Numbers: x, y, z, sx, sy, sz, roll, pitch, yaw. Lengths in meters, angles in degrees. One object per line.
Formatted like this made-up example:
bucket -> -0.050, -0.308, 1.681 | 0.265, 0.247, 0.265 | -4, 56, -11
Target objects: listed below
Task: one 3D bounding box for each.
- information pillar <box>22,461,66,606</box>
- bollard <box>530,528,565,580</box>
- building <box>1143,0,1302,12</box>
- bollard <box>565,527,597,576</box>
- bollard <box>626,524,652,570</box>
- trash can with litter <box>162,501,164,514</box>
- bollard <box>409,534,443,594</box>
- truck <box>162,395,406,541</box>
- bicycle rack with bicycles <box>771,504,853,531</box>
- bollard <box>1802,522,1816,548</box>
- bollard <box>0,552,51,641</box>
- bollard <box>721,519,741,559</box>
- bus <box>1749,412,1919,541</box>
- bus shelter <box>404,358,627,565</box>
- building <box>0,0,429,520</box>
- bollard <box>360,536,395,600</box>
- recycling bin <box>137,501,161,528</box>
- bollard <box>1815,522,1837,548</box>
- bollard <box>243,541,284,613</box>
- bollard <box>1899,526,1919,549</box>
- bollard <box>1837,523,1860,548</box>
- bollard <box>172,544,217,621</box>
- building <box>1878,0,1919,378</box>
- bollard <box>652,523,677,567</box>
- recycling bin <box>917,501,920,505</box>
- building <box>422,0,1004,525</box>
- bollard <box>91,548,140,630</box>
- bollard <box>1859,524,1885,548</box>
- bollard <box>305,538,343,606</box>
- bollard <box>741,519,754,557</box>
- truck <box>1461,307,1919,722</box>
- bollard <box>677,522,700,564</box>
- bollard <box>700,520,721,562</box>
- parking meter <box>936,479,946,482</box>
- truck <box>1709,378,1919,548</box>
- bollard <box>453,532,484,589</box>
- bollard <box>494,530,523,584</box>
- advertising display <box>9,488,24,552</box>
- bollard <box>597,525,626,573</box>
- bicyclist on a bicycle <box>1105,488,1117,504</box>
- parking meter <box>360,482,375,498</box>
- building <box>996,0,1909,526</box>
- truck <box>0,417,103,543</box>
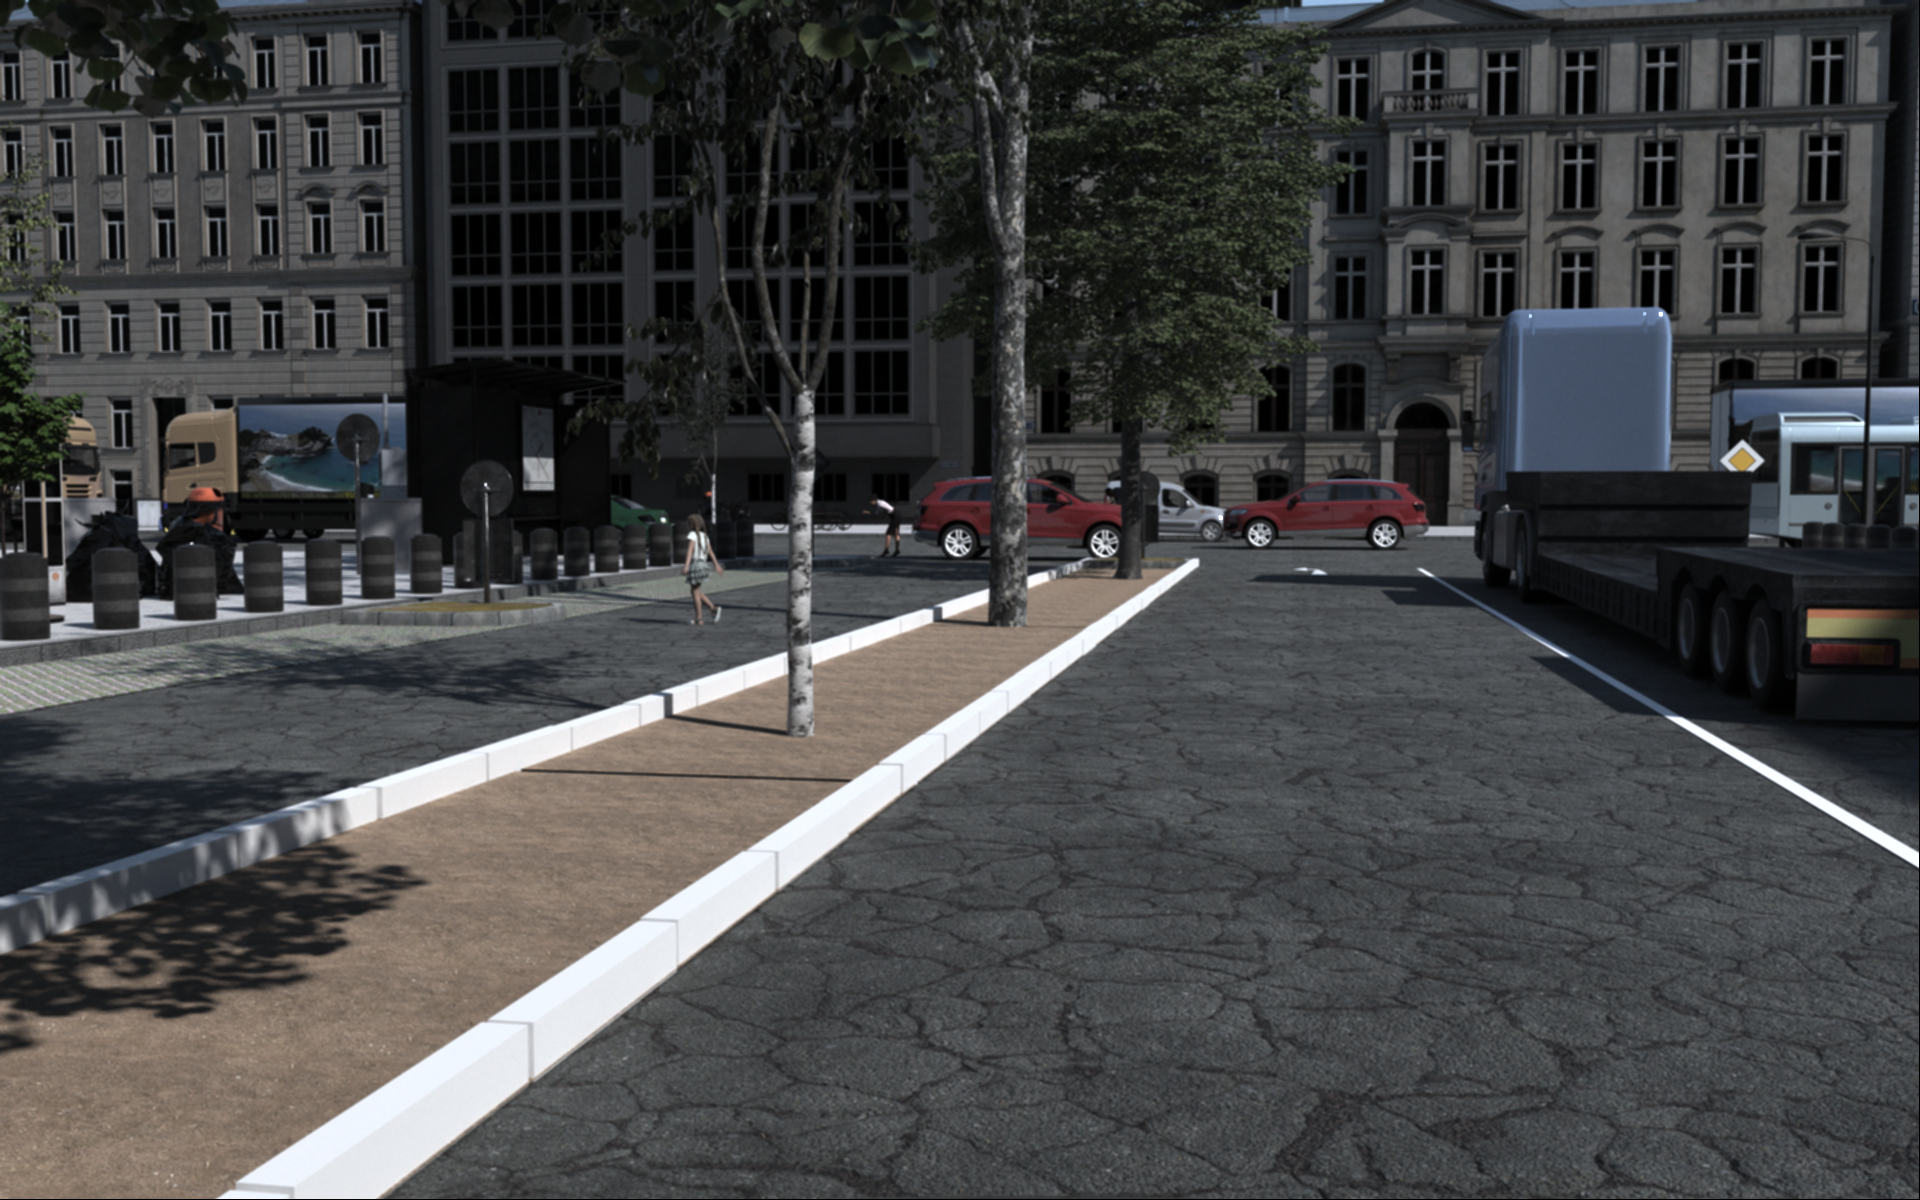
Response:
information pillar -> -10.511, -0.940, 19.862 | 0.304, 2.012, 0.304 | 1, 4, 16
bollard -> -6.238, -0.688, 25.970 | 0.404, 0.777, 0.398 | 0, 3, 0
building -> 35.662, -48.773, 235.682 | 20.611, 71.187, 20.563 | 1, 4, 11
bollard -> -6.009, -0.760, 27.150 | 0.404, 0.777, 0.398 | 0, 3, 0
bollard -> -5.553, -0.906, 29.530 | 0.404, 0.777, 0.398 | 0, 3, 0
trash can with litter -> -32.373, -3.600, 69.916 | 1.678, 1.210, 2.233 | 2, 4, 29
bollard -> -6.914, -0.471, 22.418 | 0.404, 0.777, 0.398 | 0, 3, 0
truck -> -18.477, -3.797, 50.995 | 11.283, 4.237, 2.839 | 1, 4, 12
bicycle rack with bicycles -> -5.214, -2.917, 61.081 | 2.925, 0.926, 2.852 | 0, 4, -6
bollard -> 15.903, -1.072, 32.252 | 0.404, 0.777, 0.398 | 0, 3, 0
bollard -> -8.276, -0.036, 15.312 | 0.404, 0.777, 0.398 | 0, 3, 0
bollard -> -4.644, -1.197, 34.281 | 0.404, 0.777, 0.398 | 0, 3, 0
bus -> 25.121, -2.700, 38.997 | 13.247, 3.499, 2.948 | 1, 4, 10
bus shelter -> -8.306, -2.556, 33.076 | 1.731, 3.624, 6.357 | 1, 4, 11
building -> -34.621, -17.482, 83.099 | 25.104, 27.353, 12.463 | 1, 4, 11
bollard -> -7.141, -0.399, 21.236 | 0.404, 0.777, 0.398 | 0, 3, 0
recycling bin -> -31.019, -3.285, 66.271 | 0.722, 1.027, 0.722 | -1, 4, -14
bollard -> 15.674, -1.000, 31.072 | 0.404, 0.777, 0.398 | 0, 3, 0
bollard -> -7.592, -0.254, 18.875 | 0.404, 0.777, 0.398 | 0, 3, 0
bollard -> 14.995, -0.783, 27.512 | 0.404, 0.777, 0.398 | 0, 3, 0
bollard -> 15.451, -0.927, 29.872 | 0.404, 0.777, 0.398 | 0, 3, 0
bollard -> -7.820, -0.182, 17.695 | 0.404, 0.777, 0.398 | 0, 3, 0
building -> 51.139, -17.712, 67.083 | 29.804, 29.767, 11.434 | 1, 4, 11
bollard -> -5.324, -0.979, 30.724 | 0.404, 0.777, 0.398 | 0, 3, 0
recycling bin -> -1.091, -3.106, 63.334 | 0.722, 1.027, 0.722 | 2, 4, 35
building -> -10.511, -17.423, 78.374 | 24.014, 27.812, 14.314 | 1, 4, 11
bollard -> -8.045, -0.109, 16.503 | 0.404, 0.777, 0.398 | 0, 3, 0
bollard -> 15.219, -0.855, 28.693 | 0.404, 0.777, 0.398 | 0, 3, 0
bollard -> -7.369, -0.327, 20.056 | 0.404, 0.777, 0.398 | 0, 3, 0
bollard -> -4.417, -1.269, 35.461 | 0.404, 0.777, 0.398 | 0, 3, 0
truck -> 7.991, -1.816, 19.455 | 2.967, 4.110, 18.799 | 1, 4, 11
bollard -> -5.098, -1.051, 31.908 | 0.404, 0.777, 0.398 | 0, 3, 0
bollard -> -4.870, -1.124, 33.094 | 0.404, 0.777, 0.398 | 0, 3, 0
parking meter -> -0.749, -3.709, 66.355 | 0.399, 1.863, 0.255 | 0, 4, -8
truck -> 24.659, -3.283, 42.592 | 11.283, 4.237, 2.839 | 1, 4, 13
bollard -> -6.690, -0.543, 23.599 | 0.404, 0.777, 0.398 | 0, 3, 0
bollard -> -6.464, -0.616, 24.787 | 0.404, 0.777, 0.398 | 0, 3, 0
advertising display -> -17.354, -1.662, 32.392 | 0.974, 1.923, 0.123 | 1, 4, 18
bollard -> -5.781, -0.833, 28.340 | 0.404, 0.777, 0.398 | 0, 3, 0
bicyclist on a bicycle -> 4.232, -2.434, 49.814 | 1.625, 1.676, 1.499 | 1, 4, 12
parking meter -> -12.660, -1.741, 36.880 | 0.372, 1.533, 0.369 | 0, 3, 0
building -> 19.414, -15.577, 73.776 | 34.723, 24.649, 14.460 | 1, 4, 11
truck -> -31.216, -3.906, 52.774 | 11.283, 4.237, 2.839 | 1, 4, 11
